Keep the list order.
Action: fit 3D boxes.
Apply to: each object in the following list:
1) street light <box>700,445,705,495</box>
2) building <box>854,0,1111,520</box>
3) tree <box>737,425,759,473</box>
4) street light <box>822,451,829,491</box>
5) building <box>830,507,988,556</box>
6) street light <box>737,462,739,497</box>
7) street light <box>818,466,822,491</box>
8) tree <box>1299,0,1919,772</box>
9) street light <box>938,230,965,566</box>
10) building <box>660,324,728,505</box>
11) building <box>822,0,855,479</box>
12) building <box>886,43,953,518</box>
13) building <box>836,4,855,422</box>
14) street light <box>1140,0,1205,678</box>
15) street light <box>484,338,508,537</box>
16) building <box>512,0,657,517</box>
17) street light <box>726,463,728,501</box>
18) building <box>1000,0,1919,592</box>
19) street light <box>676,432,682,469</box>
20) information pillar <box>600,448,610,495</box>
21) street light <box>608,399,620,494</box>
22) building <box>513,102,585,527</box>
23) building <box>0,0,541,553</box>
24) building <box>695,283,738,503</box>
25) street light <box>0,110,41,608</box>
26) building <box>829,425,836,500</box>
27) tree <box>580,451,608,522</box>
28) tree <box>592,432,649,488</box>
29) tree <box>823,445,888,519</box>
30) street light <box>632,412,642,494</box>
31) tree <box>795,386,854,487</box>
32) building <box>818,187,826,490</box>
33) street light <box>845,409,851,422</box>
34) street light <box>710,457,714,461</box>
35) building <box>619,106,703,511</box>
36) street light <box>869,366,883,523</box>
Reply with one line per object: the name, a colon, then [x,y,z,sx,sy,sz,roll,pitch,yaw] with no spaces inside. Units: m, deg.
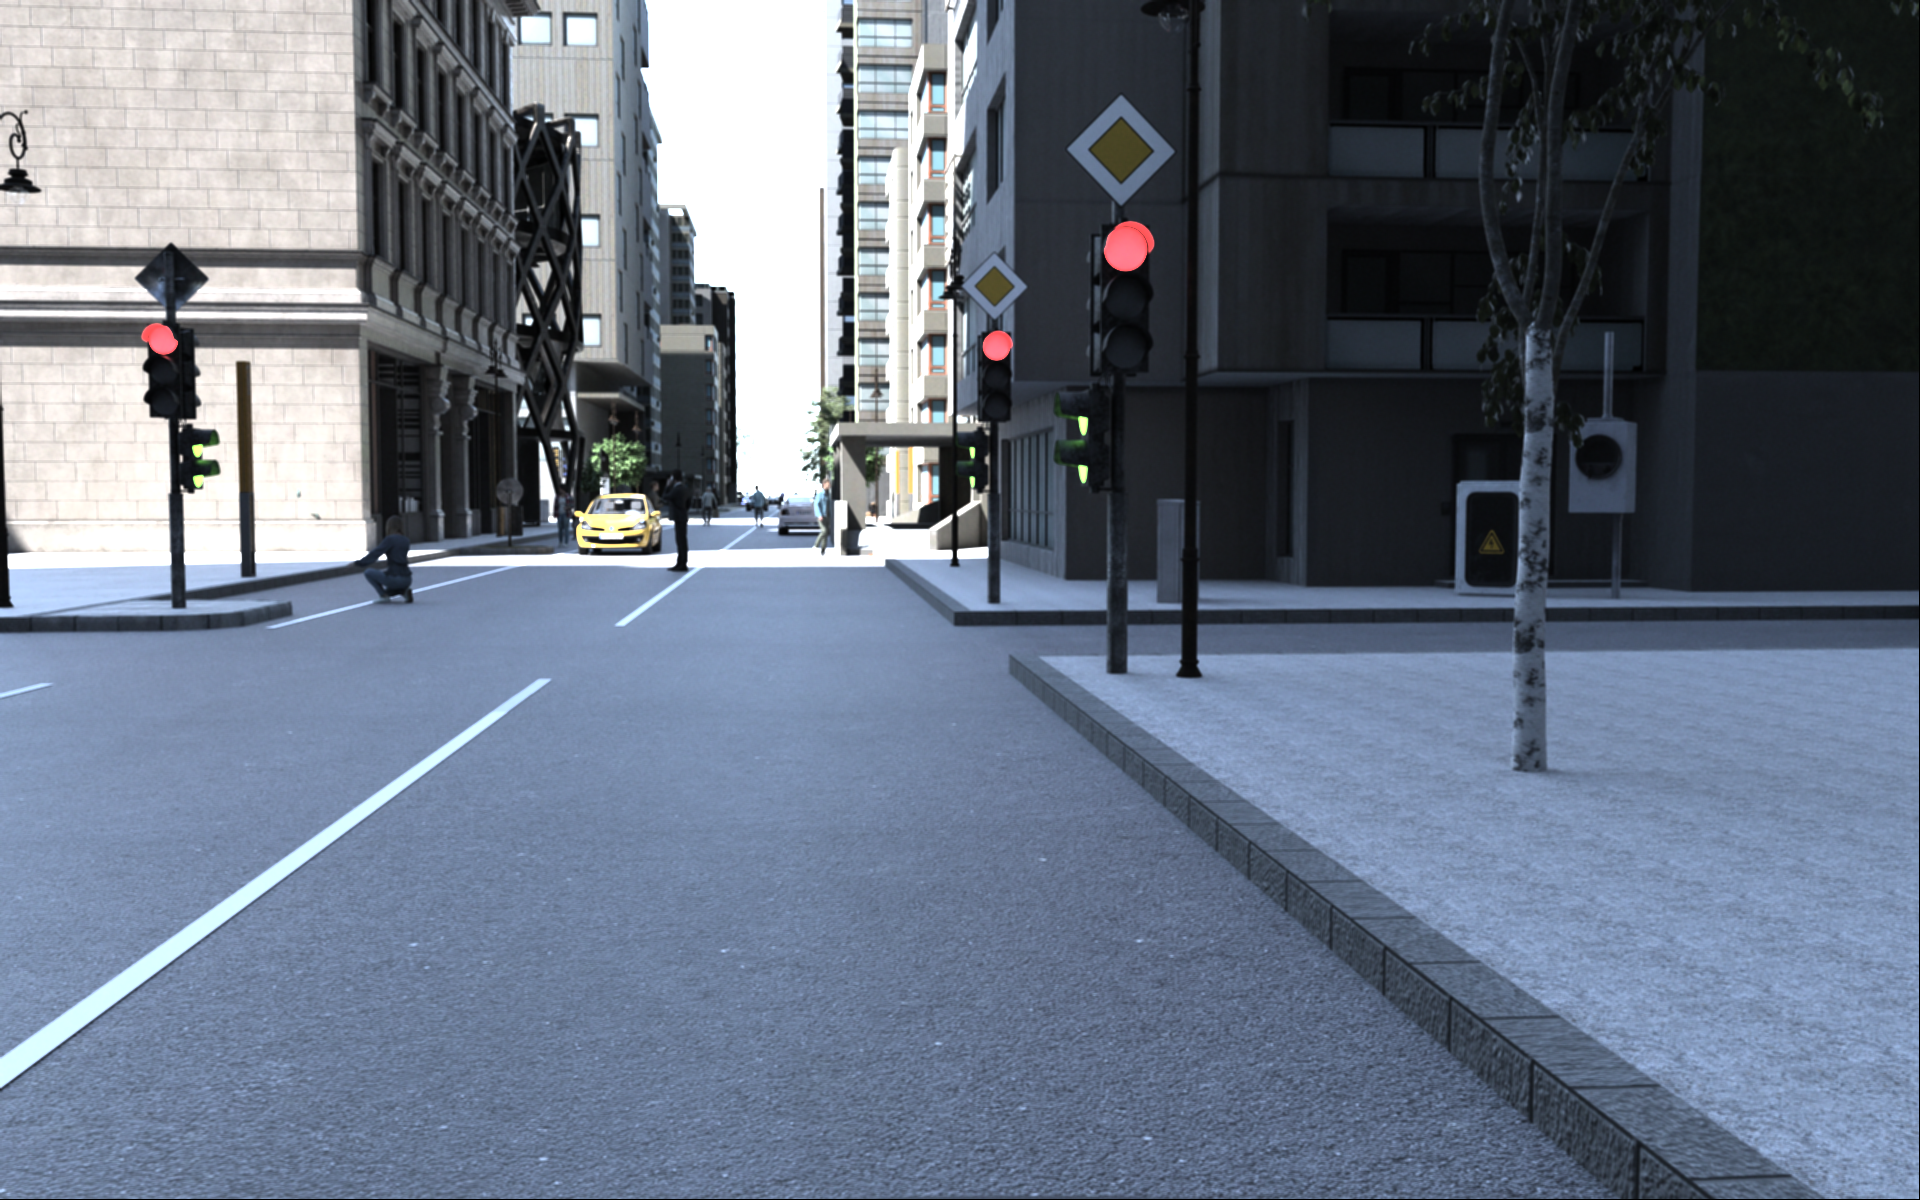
street light: [-23.784,-11.476,160.413,0.468,5.910,1.993,0,4,-5]
building: [0.630,-25.713,104.005,14.154,41.232,14.086,0,4,-5]
tree: [-32.942,-19.892,250.986,9.928,11.665,9.643,0,3,0]
street light: [-14.608,-13.248,189.386,0.468,5.910,1.993,0,4,-5]
building: [12.608,-21.747,47.437,32.217,40.220,23.993,0,4,-5]
street light: [-31.299,-16.560,243.536,0.468,5.910,1.993,0,4,-5]
street light: [-17.518,-15.212,221.495,0.468,5.910,1.993,0,4,-5]
tree: [2.884,-3.515,7.832,4.360,8.622,3.978,0,3,0]
street light: [-0.091,-3.535,30.585,0.468,5.910,1.993,0,4,-5]
building: [-40.217,-21.133,190.571,27.650,21.520,28.899,0,4,-5]
building: [-5.184,-40.296,200.844,21.231,58.520,28.212,0,4,-5]
building: [11.028,-14.517,82.389,27.650,21.520,28.899,0,4,-5]
building: [2.252,-28.804,125.571,22.147,44.769,28.867,0,4,-5]
street light: [1.611,-2.398,11.998,0.468,5.910,1.993,0,4,-5]
street light: [-13.782,-4.819,51.581,0.468,5.910,1.993,0,4,-5]
building: [-33.382,-31.591,105.744,28.713,52.752,27.495,0,4,-5]
street light: [-28.434,-14.595,211.423,0.468,5.910,1.993,0,4,-5]
building: [7.239,-21.079,28.236,14.086,41.232,14.154,0,4,-5]
street light: [-20.832,-9.512,128.308,0.468,5.910,1.993,0,4,-5]
information pillar: [-18.072,-5.919,88.132,0.504,3.616,0.183,-3,5,-43]
street light: [-16.741,-6.796,83.900,0.468,5.910,1.993,0,4,-5]
building: [-23.296,-12.184,66.663,16.820,18.784,16.811,0,4,-5]
building: [-17.586,-11.468,38.409,10.553,20.767,40.483,0,4,-5]
building: [-37.775,-28.425,236.452,14.160,30.474,14.107,0,4,-5]
street light: [-10.843,-2.855,19.475,0.468,5.910,1.993,0,4,-5]
building: [-0.382,-51.468,154.178,22.319,86.520,31.000,0,4,-5]
tree: [-16.727,-5.122,78.350,1.663,3.219,1.824,0,3,0]
tree: [-17.978,-6.570,91.133,4.285,4.588,4.351,0,3,0]
tree: [-5.370,-6.407,88.467,4.285,4.588,4.351,0,3,0]
street light: [-17.917,-7.548,96.199,0.468,5.910,1.993,0,4,-5]
tree: [-13.315,-16.100,181.367,7.486,12.596,7.792,0,3,0]
building: [-13.091,-36.461,246.244,14.600,45.320,14.200,0,4,-5]
street light: [-5.988,-7.462,94.796,0.468,5.910,1.993,0,4,-5]
street light: [-25.486,-12.582,178.506,0.468,5.910,1.993,0,4,-5]
building: [-39.945,-28.372,155.766,32.217,40.220,23.993,0,4,-5]
street light: [-3.017,-5.499,62.692,0.468,5.910,1.993,0,4,-5]
